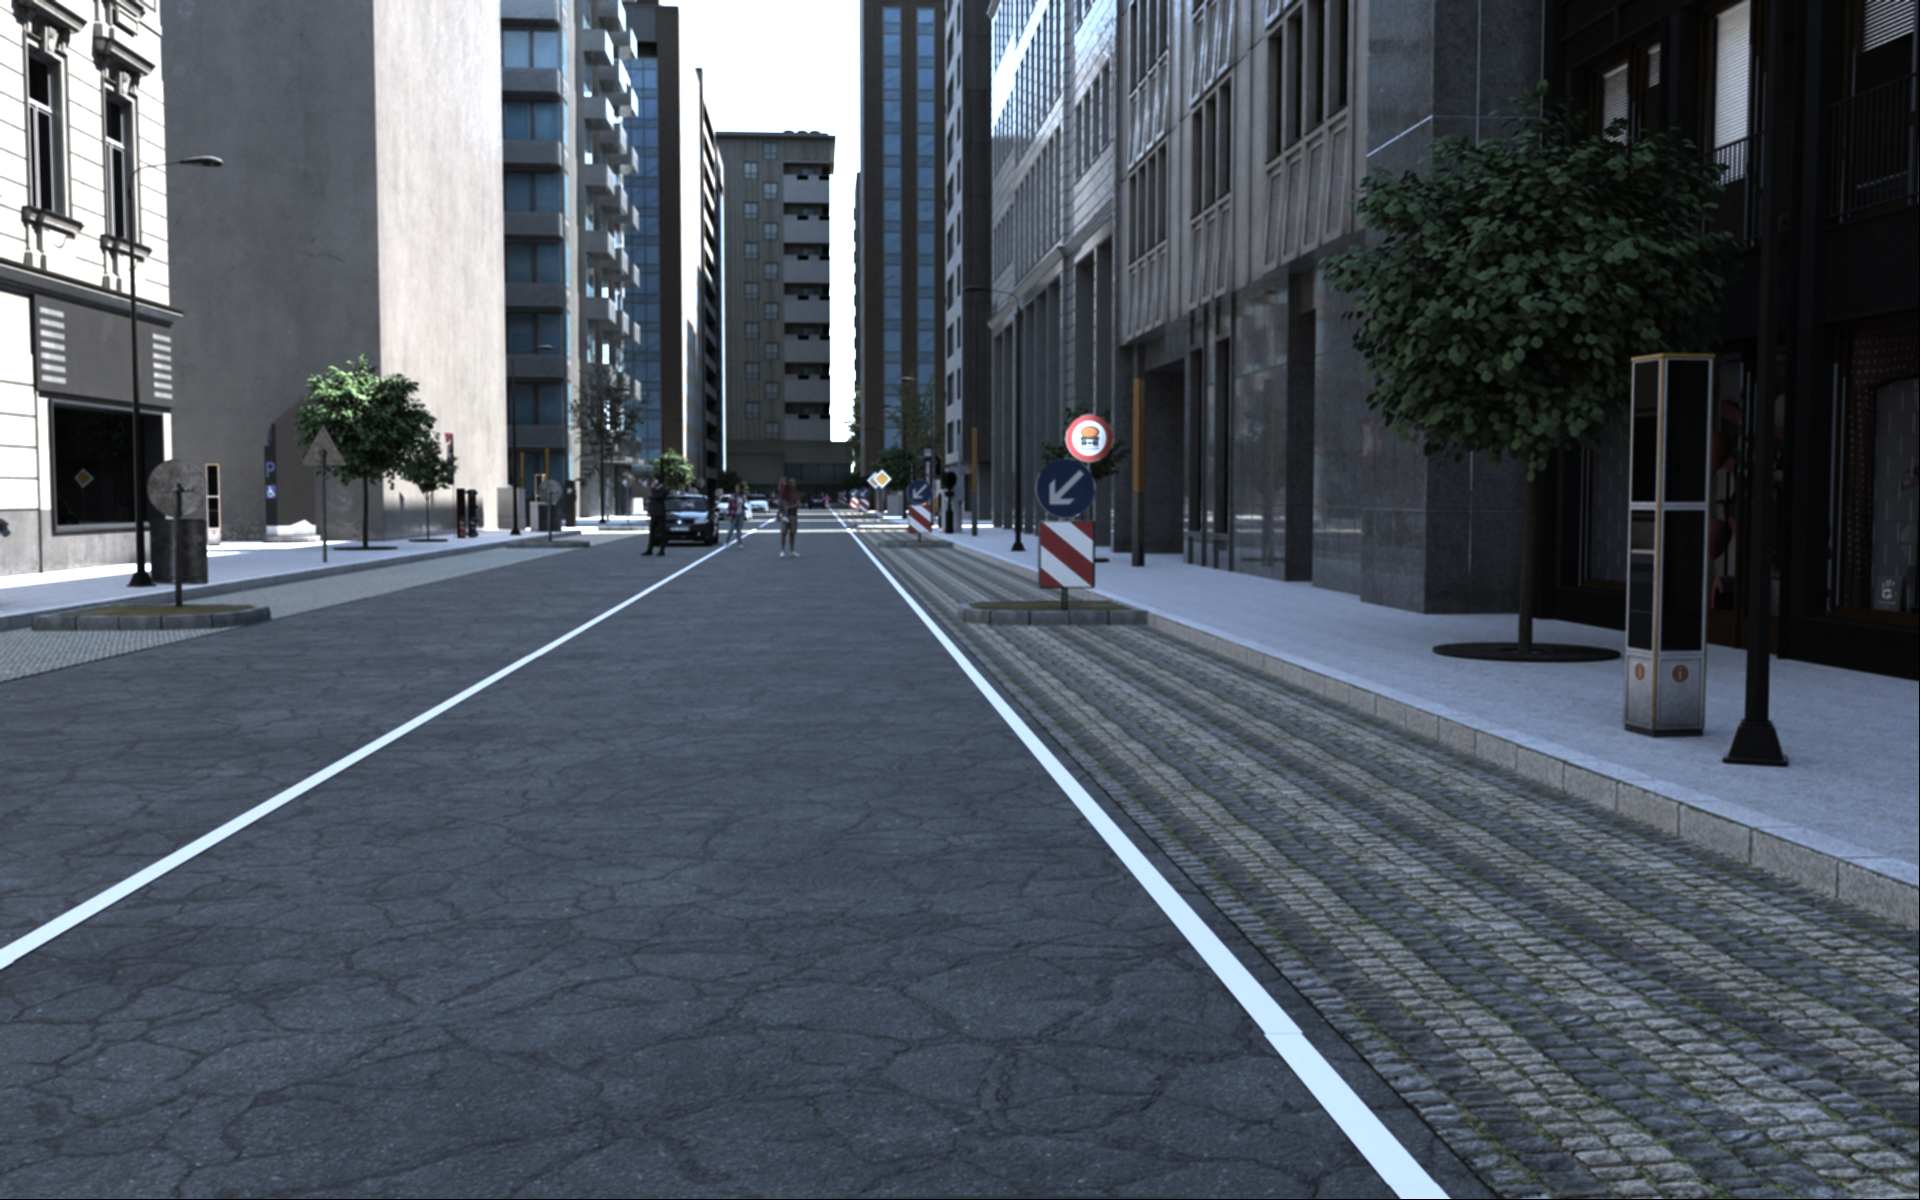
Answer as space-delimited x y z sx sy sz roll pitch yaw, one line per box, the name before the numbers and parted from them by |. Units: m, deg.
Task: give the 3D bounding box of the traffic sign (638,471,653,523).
traffic sign | -13.780 -4.450 76.394 0.795 2.450 0.064 0 4 -5

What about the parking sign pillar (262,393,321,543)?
parking sign pillar | -17.672 -3.498 45.667 1.447 3.967 1.447 2 4 26

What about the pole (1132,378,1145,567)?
pole | 3.161 -2.250 30.626 0.158 3.312 0.155 0 3 0

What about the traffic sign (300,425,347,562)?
traffic sign | -11.938 -1.987 32.486 0.884 2.594 0.081 0 4 2

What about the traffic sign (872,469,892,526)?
traffic sign | -3.113 -4.012 69.236 0.795 2.450 0.064 0 4 -5

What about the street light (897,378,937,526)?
street light | -1.655 -5.918 69.305 1.470 5.913 1.316 0 4 -5

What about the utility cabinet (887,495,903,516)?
utility cabinet | -3.876 -5.620 103.049 1.020 1.237 0.306 3 5 40

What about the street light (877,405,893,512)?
street light | -3.427 -7.209 90.404 1.470 5.913 1.316 0 4 -5

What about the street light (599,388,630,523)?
street light | -15.187 -6.334 76.097 1.470 5.913 1.316 0 4 -5

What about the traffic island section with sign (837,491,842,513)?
traffic island section with sign | -8.022 -7.382 129.323 1.989 1.847 2.006 0 4 -5

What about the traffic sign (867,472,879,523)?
traffic sign | -3.768 -4.499 77.194 0.795 2.450 0.064 0 4 -5

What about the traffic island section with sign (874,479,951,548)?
traffic island section with sign | -1.237 -2.333 46.770 1.989 1.847 2.006 0 4 -5

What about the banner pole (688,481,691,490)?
banner pole | -23.285 -9.721 148.952 0.401 3.779 0.863 -2 4 -32

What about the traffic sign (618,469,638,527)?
traffic sign | -13.126 -3.963 68.436 0.795 2.450 0.064 0 4 -5

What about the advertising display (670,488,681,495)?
advertising display | -21.240 -7.578 129.115 0.974 1.923 0.123 1 4 14

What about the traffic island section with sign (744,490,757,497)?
traffic island section with sign | -21.833 -10.359 178.004 1.989 1.847 2.006 0 4 -5

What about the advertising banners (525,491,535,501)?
advertising banners | -17.302 -4.389 67.954 2.074 3.025 0.090 -1 4 -13

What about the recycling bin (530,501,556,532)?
recycling bin | -14.299 -2.867 59.428 0.722 1.027 0.722 -2 4 -32

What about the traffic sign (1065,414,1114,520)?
traffic sign | 2.063 -1.686 27.669 0.768 2.556 0.104 0 4 1

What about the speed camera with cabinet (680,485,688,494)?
speed camera with cabinet | -21.328 -8.515 133.563 0.660 3.252 2.038 1 4 16

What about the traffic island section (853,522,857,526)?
traffic island section | -3.745 -3.363 77.273 2.009 0.180 2.903 0 4 -5

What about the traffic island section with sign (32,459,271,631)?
traffic island section with sign | -8.763 -0.637 19.038 1.989 1.847 2.006 0 4 -5

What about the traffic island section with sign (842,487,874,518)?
traffic island section with sign | -5.797 -5.726 102.245 1.989 1.847 2.006 0 4 -5

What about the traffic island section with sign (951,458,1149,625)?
traffic island section with sign | 0.991 -0.679 19.733 1.989 1.847 2.006 0 4 -5

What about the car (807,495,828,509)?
car | -13.781 -9.484 167.651 1.945 1.354 3.894 0 4 -6

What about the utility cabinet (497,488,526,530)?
utility cabinet | -15.871 -3.219 61.316 1.173 1.500 0.318 3 4 36

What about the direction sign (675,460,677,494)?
direction sign | -18.807 -7.511 114.794 0.379 3.537 0.876 0 4 0

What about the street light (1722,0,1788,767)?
street light | 3.280 -2.175 8.100 1.470 5.913 1.316 0 4 -5

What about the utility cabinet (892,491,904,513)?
utility cabinet | -4.185 -6.749 119.020 0.318 1.500 1.173 -3 5 -42

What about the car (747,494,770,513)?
car | -15.177 -7.177 129.349 2.014 1.417 4.499 0 4 -3

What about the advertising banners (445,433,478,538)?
advertising banners | -14.581 -3.329 50.622 0.090 3.025 2.074 1 4 9

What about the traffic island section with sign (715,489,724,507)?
traffic island section with sign | -17.705 -7.293 127.866 1.989 1.847 2.006 0 4 -5

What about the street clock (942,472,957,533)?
street clock | -0.341 -3.171 56.412 0.358 2.002 0.471 3 5 41

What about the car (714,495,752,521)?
car | -12.291 -5.020 94.078 2.014 1.417 4.499 0 4 -3

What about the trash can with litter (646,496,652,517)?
trash can with litter | -17.174 -5.197 96.350 0.624 1.170 1.055 -1 4 -9

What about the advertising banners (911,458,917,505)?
advertising banners | -2.245 -5.390 84.309 0.090 3.025 2.074 -1 4 -8

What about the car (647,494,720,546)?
car | -7.800 -2.407 49.144 2.009 1.686 4.222 0 4 -5

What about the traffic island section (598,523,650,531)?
traffic island section | -13.148 -2.827 68.495 2.009 0.180 2.903 0 4 -5

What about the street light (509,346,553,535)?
street light | -13.442 -5.003 54.348 1.470 5.913 1.316 0 4 -5

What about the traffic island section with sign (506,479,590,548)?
traffic island section with sign | -11.012 -2.315 46.485 1.989 1.847 2.006 0 4 -5

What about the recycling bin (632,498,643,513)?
recycling bin | -21.683 -6.311 115.732 0.722 1.027 0.722 -3 5 -44

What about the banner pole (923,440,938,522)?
banner pole | -1.352 -5.503 79.999 0.863 3.779 0.401 2 4 31

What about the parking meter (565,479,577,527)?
parking meter | -14.951 -3.722 66.572 0.399 1.863 0.255 0 4 1

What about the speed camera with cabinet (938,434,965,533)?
speed camera with cabinet | -0.306 -3.893 57.984 0.660 3.252 2.038 -1 4 -10

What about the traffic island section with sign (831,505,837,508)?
traffic island section with sign | -12.110 -10.421 179.017 1.989 1.847 2.006 0 4 -5

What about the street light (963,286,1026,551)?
street light | 0.773 -4.059 38.901 1.470 5.913 1.316 0 4 -5

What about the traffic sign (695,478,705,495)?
traffic sign | -20.351 -8.289 135.629 0.768 2.556 0.104 0 4 -2

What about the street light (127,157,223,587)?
street light | -10.850 -3.145 23.956 1.470 5.913 1.316 0 4 -5

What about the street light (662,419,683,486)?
street light | -17.746 -8.206 106.714 1.470 5.913 1.316 0 4 -5

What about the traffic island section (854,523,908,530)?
traffic island section | -3.090 -2.877 69.315 2.009 0.180 2.903 0 4 -5

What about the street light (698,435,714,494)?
street light | -20.133 -10.066 137.123 1.470 5.913 1.316 0 4 -5

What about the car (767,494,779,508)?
car | -19.276 -10.524 181.110 2.155 1.783 4.494 0 4 -4

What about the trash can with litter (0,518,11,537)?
trash can with litter | -11.055 -0.495 19.484 0.624 1.170 1.055 -2 4 -26

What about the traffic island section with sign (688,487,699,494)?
traffic island section with sign | -15.501 -5.650 101.001 1.989 1.847 2.006 0 4 -5
